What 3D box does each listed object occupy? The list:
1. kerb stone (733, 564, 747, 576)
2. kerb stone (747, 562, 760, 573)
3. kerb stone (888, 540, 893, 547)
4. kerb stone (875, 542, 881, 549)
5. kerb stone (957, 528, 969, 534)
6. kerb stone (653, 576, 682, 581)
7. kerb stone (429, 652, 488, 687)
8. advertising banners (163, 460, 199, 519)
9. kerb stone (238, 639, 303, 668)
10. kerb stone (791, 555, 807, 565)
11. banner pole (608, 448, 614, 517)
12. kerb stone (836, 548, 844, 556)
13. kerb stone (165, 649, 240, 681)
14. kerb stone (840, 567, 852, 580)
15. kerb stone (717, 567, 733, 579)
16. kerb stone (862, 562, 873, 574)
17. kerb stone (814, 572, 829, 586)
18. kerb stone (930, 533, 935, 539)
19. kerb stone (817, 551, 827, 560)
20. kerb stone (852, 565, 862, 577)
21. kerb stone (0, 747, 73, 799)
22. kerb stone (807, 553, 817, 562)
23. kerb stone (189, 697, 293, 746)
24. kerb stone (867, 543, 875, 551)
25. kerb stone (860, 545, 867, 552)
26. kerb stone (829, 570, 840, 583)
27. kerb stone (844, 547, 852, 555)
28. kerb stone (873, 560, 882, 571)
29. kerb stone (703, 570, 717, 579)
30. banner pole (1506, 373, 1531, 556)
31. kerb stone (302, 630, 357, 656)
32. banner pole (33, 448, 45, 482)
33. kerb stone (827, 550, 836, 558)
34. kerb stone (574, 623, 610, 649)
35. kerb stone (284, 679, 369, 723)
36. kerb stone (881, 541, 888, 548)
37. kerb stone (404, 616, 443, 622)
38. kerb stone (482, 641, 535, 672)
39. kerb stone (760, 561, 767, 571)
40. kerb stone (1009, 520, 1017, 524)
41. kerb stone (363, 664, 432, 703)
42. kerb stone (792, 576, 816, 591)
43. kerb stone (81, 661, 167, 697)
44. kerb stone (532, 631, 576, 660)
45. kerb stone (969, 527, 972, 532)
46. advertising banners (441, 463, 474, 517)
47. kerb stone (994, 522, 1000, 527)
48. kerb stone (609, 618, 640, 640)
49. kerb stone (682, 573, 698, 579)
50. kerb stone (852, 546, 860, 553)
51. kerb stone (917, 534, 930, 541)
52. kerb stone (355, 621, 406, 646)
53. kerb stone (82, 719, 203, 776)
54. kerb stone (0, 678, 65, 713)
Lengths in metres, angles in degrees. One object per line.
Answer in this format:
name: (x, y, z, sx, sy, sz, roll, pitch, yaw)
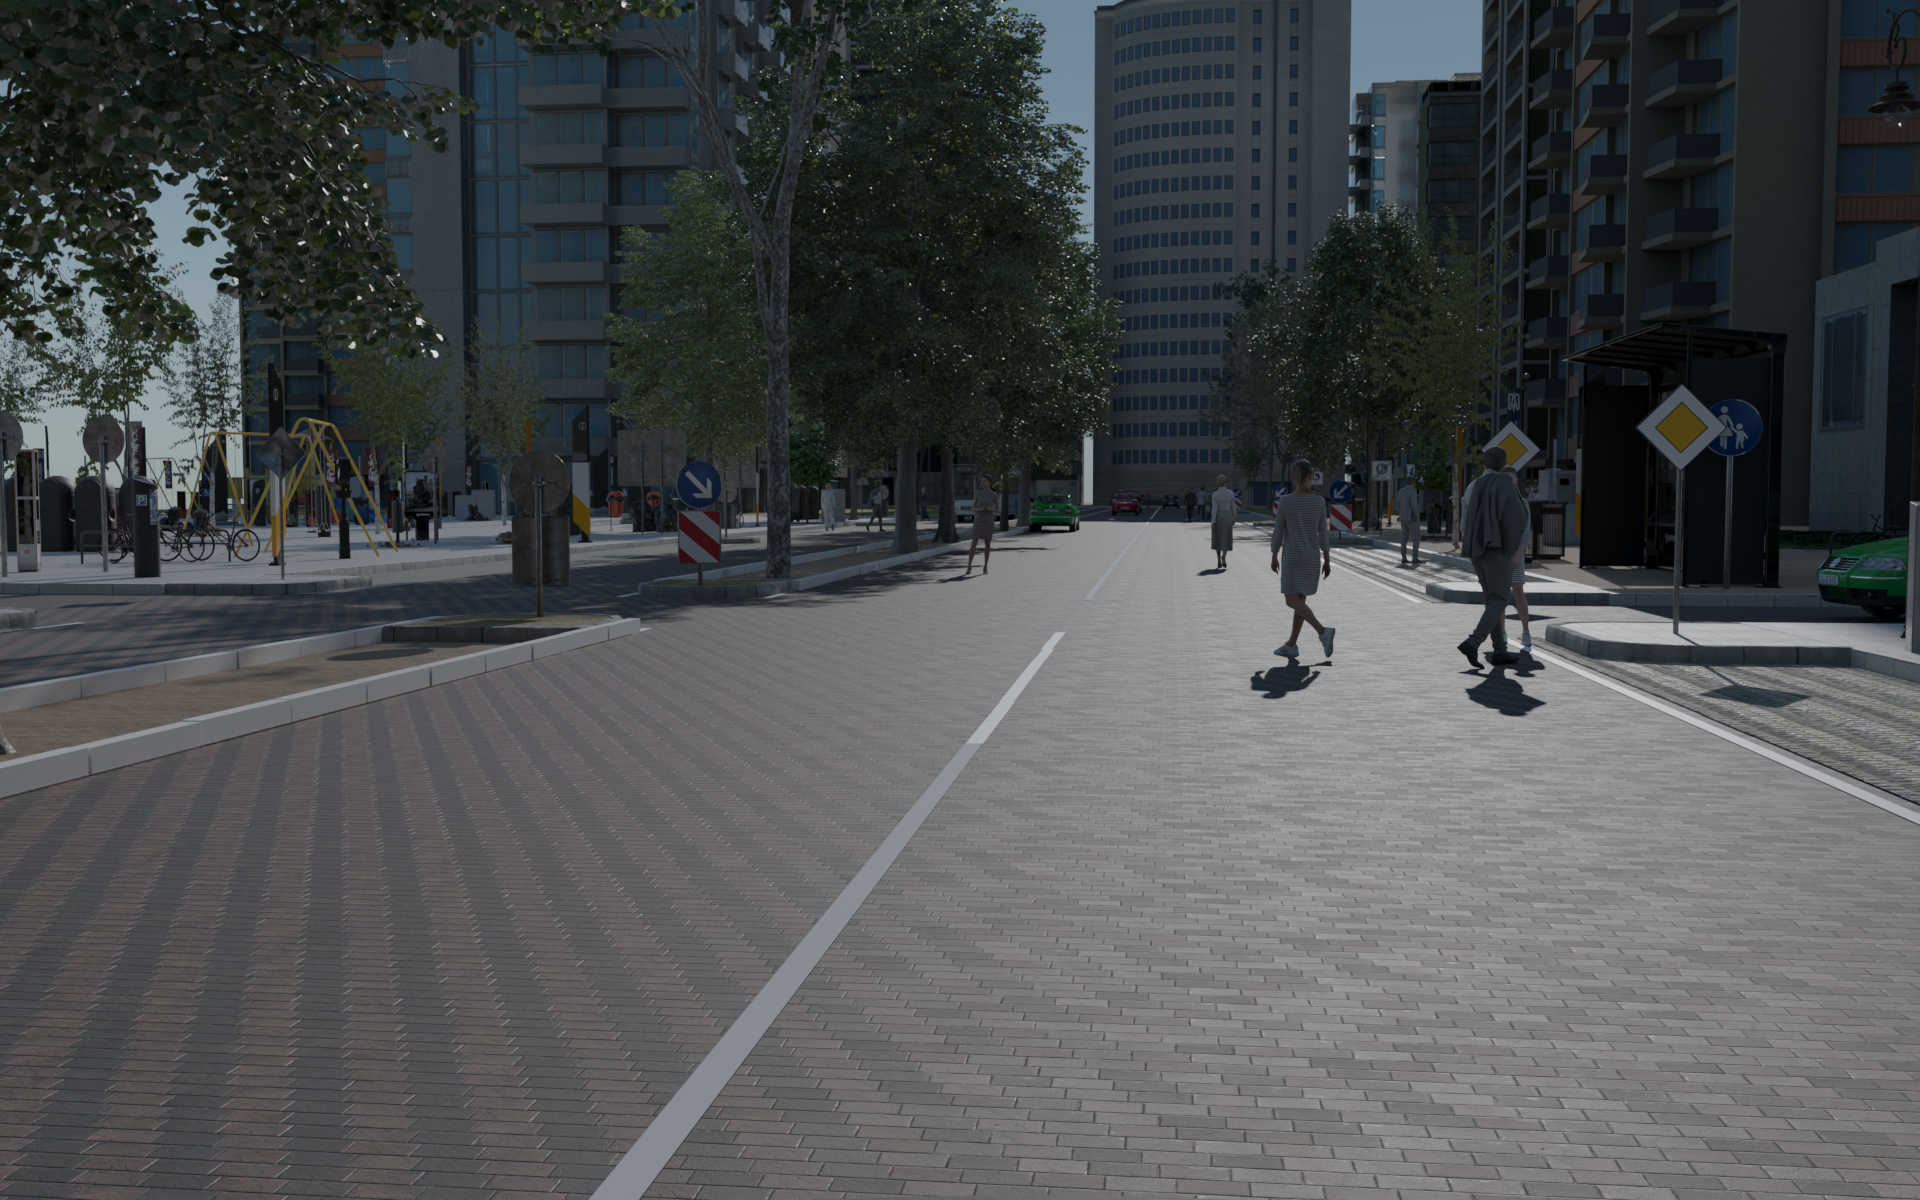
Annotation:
kerb stone: (-3.976, -0.505, 30.449, 0.120, 0.150, 1.000, 0, 4, 7)
kerb stone: (-3.849, -0.567, 31.464, 0.120, 0.150, 1.000, 0, 4, 7)
kerb stone: (-1.994, -1.500, 46.727, 0.120, 0.150, 1.000, 0, 4, 7)
kerb stone: (-2.239, -1.376, 44.697, 0.120, 0.150, 1.000, 0, 4, 7)
kerb stone: (0.104, -2.559, 64.032, 0.120, 0.150, 1.000, 0, 4, 7)
kerb stone: (-4.464, -0.256, 26.375, 0.120, 0.150, 1.000, 0, 4, 7)
kerb stone: (-3.926, 0.539, 13.385, 0.120, 0.150, 1.000, 0, 4, 7)
advertising banners: (-40.612, -5.760, 90.369, 0.090, 3.025, 2.074, 2, 4, 34)
kerb stone: (-5.888, 0.461, 14.653, 0.120, 0.150, 1.000, 0, 4, 7)
kerb stone: (-3.359, -0.814, 35.531, 0.120, 0.150, 1.000, 0, 4, 7)
banner pole: (-19.215, -6.441, 95.331, 0.401, 3.779, 0.863, 1, 4, 13)
kerb stone: (-2.860, -1.065, 39.609, 0.120, 0.150, 1.000, 0, 4, 7)
kerb stone: (-6.017, 0.527, 13.639, 0.120, 0.150, 1.000, 0, 4, 7)
kerb stone: (-2.013, -0.427, 29.176, 0.120, 0.150, 1.000, 0, 4, 7)
kerb stone: (-4.089, -0.441, 29.434, 0.120, 0.150, 1.000, 0, 4, 7)
kerb stone: (-1.758, -0.551, 31.204, 0.120, 0.150, 1.000, 0, 4, 7)
kerb stone: (-2.256, -0.303, 27.144, 0.120, 0.150, 1.000, 0, 4, 7)
kerb stone: (-1.005, -1.999, 54.874, 0.120, 0.150, 1.000, 0, 4, 7)
kerb stone: (-3.105, -0.940, 37.568, 0.120, 0.150, 1.000, 0, 4, 7)
kerb stone: (-1.896, -0.489, 30.191, 0.120, 0.150, 1.000, 0, 4, 7)
kerb stone: (-4.540, 0.854, 8.296, 0.120, 0.150, 1.000, 0, 4, 7)
kerb stone: (-3.233, -0.875, 36.546, 0.120, 0.150, 1.000, 0, 4, 7)
kerb stone: (-4.301, 0.727, 10.326, 0.120, 0.150, 1.000, 0, 4, 7)
kerb stone: (-2.360, -1.310, 43.682, 0.120, 0.150, 1.000, 0, 4, 7)
kerb stone: (-2.487, -1.245, 42.665, 0.120, 0.150, 1.000, 0, 4, 7)
kerb stone: (-2.138, -0.358, 28.160, 0.120, 0.150, 1.000, 0, 4, 7)
kerb stone: (-2.738, -1.127, 40.629, 0.120, 0.150, 1.000, 0, 4, 7)
kerb stone: (-1.646, -0.613, 32.220, 0.120, 0.150, 1.000, 0, 4, 7)
kerb stone: (-4.215, -0.376, 28.416, 0.120, 0.150, 1.000, 0, 4, 7)
banner pole: (11.562, -2.807, 35.912, 0.863, 3.779, 0.401, -2, 4, -34)
kerb stone: (-5.767, 0.403, 15.668, 0.120, 0.150, 1.000, 0, 4, 7)
banner pole: (-44.056, -5.703, 83.254, 0.863, 3.779, 0.401, -1, 4, -22)
kerb stone: (-2.984, -0.997, 38.588, 0.120, 0.150, 1.000, 0, 4, 7)
kerb stone: (-3.561, 0.355, 16.436, 0.120, 0.150, 1.000, 0, 4, 7)
kerb stone: (-4.179, 0.664, 11.346, 0.120, 0.150, 1.000, 0, 4, 7)
kerb stone: (-2.116, -1.438, 45.712, 0.120, 0.150, 1.000, 0, 4, 7)
kerb stone: (-5.518, 0.275, 17.700, 0.120, 0.150, 1.000, 0, 4, 7)
kerb stone: (-3.801, 0.477, 14.403, 0.120, 0.150, 1.000, 0, 4, 7)
kerb stone: (-3.724, -0.629, 32.486, 0.120, 0.150, 1.000, 0, 4, 7)
kerb stone: (2.575, -3.800, 84.361, 0.120, 0.150, 1.000, 0, 4, 7)
kerb stone: (-4.055, 0.601, 12.365, 0.120, 0.150, 1.000, 0, 4, 7)
kerb stone: (-2.378, -0.240, 26.123, 0.120, 0.150, 1.000, 0, 4, 7)
kerb stone: (-6.138, 0.587, 12.616, 0.120, 0.150, 1.000, 0, 4, 7)
kerb stone: (-3.671, 0.418, 15.417, 0.120, 0.150, 1.000, 0, 4, 7)
kerb stone: (0.232, -2.621, 65.046, 0.120, 0.150, 1.000, 0, 4, 7)
advertising banners: (-28.132, -6.147, 96.698, 2.074, 3.025, 0.090, -2, 4, -34)
kerb stone: (1.716, -3.364, 77.242, 0.120, 0.150, 1.000, 0, 4, 7)
kerb stone: (-3.433, 0.295, 17.461, 0.120, 0.150, 1.000, 0, 4, 7)
kerb stone: (-4.338, -0.313, 27.392, 0.120, 0.150, 1.000, 0, 4, 7)
kerb stone: (-2.612, -1.186, 41.650, 0.120, 0.150, 1.000, 0, 4, 7)
kerb stone: (-1.128, -1.927, 53.855, 0.120, 0.150, 1.000, 0, 4, 7)
kerb stone: (-5.644, 0.339, 16.686, 0.120, 0.150, 1.000, 0, 4, 7)
kerb stone: (-4.416, 0.796, 9.311, 0.120, 0.150, 1.000, 0, 4, 7)
kerb stone: (-6.258, 0.648, 11.600, 0.120, 0.150, 1.000, 0, 4, 7)
